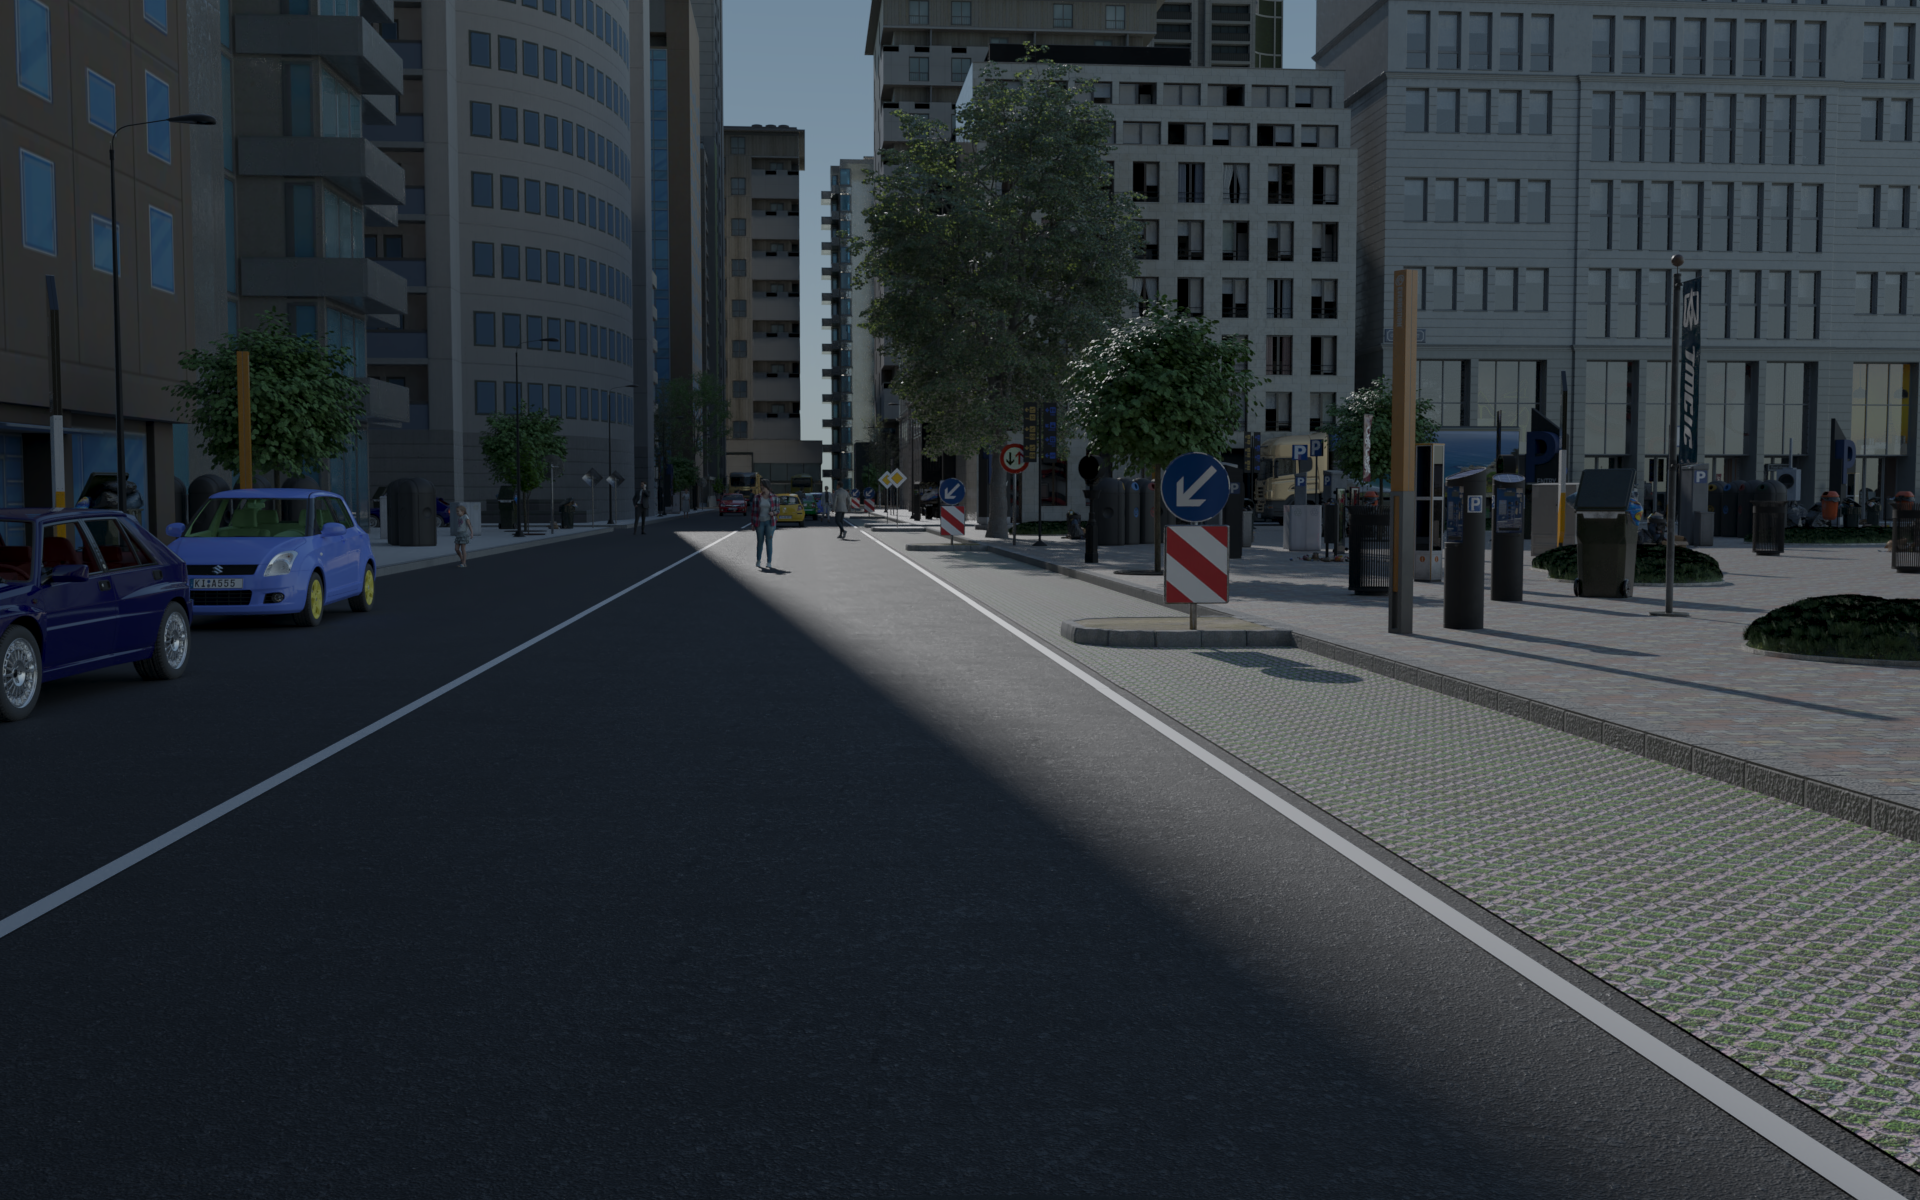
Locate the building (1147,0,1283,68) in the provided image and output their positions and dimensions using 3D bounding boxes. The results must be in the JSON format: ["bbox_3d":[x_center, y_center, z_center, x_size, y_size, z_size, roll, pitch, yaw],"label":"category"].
[{"bbox_3d":[35.307,-49.492,247.453,20.611,71.187,20.563,0,4,-5],"label":"building"}]

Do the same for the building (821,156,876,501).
[{"bbox_3d":[-4.373,-38.284,245.553,30.456,49.044,23.786,0,4,-5],"label":"building"}]

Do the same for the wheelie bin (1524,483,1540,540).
[{"bbox_3d":[16.226,-2.516,49.052,0.980,1.594,0.693,-3,4,-36],"label":"wheelie bin"}]

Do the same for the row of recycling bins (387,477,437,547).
[{"bbox_3d":[-13.916,-2.241,43.750,1.069,1.692,3.534,-2,4,-24],"label":"row of recycling bins"}]

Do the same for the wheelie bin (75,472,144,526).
[{"bbox_3d":[-12.168,-1.039,24.891,0.693,1.594,0.980,1,4,22],"label":"wheelie bin"}]

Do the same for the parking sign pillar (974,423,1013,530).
[{"bbox_3d":[1.242,-4.515,62.285,1.447,3.967,1.447,3,5,42],"label":"parking sign pillar"}]

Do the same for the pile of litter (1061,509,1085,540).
[{"bbox_3d":[3.474,-2.173,49.499,1.176,0.858,1.719,0,4,3],"label":"pile of litter"}]

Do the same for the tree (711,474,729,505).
[{"bbox_3d":[-23.576,-10.716,169.806,1.663,3.219,1.824,0,3,0],"label":"tree"}]

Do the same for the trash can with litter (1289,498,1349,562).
[{"bbox_3d":[7.153,-1.370,33.451,1.678,1.210,2.233,0,4,-6],"label":"trash can with litter"}]

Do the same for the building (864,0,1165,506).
[{"bbox_3d":[4.964,-36.150,180.283,28.713,52.752,27.495,0,4,-5],"label":"building"}]

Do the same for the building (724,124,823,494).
[{"bbox_3d":[-33.495,-40.156,245.789,27.495,52.752,28.713,0,4,-5],"label":"building"}]

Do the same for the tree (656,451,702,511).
[{"bbox_3d":[-21.114,-8.955,130.122,4.285,4.588,4.351,0,3,0],"label":"tree"}]

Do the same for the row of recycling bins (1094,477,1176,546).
[{"bbox_3d":[4.413,-2.272,44.263,1.069,1.692,3.534,2,4,35],"label":"row of recycling bins"}]

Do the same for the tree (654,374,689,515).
[{"bbox_3d":[-18.760,-9.567,106.777,4.360,8.622,3.978,0,3,0],"label":"tree"}]

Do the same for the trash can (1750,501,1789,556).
[{"bbox_3d":[16.876,-1.498,36.138,0.748,1.137,0.748,0,3,0],"label":"trash can"}]

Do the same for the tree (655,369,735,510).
[{"bbox_3d":[-22.273,-13.327,143.651,9.928,11.665,9.643,0,3,0],"label":"tree"}]

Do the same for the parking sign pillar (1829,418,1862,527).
[{"bbox_3d":[31.593,-4.497,61.994,1.447,3.967,1.447,-3,5,-42],"label":"parking sign pillar"}]

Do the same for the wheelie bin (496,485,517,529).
[{"bbox_3d":[-16.491,-3.386,63.262,0.980,1.594,0.693,1,4,9],"label":"wheelie bin"}]

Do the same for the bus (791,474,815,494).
[{"bbox_3d":[-19.137,-13.386,210.404,2.896,3.916,12.252,0,4,-4],"label":"bus"}]

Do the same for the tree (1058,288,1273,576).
[{"bbox_3d":[3.272,-2.695,27.777,4.285,4.588,4.351,0,3,0],"label":"tree"}]

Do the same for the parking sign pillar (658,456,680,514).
[{"bbox_3d":[-18.811,-7.544,111.814,1.447,3.967,1.447,0,4,-2],"label":"parking sign pillar"}]

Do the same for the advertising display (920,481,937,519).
[{"bbox_3d":[-1.594,-5.082,88.308,0.974,1.923,0.123,-1,4,-11],"label":"advertising display"}]

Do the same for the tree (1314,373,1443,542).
[{"bbox_3d":[11.372,-3.878,47.117,4.285,4.588,4.351,0,3,0],"label":"tree"}]

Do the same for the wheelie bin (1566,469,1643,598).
[{"bbox_3d":[8.060,-0.840,21.640,0.980,1.594,0.693,3,4,36],"label":"wheelie bin"}]

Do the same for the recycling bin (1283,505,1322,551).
[{"bbox_3d":[7.753,-1.632,39.236,0.722,1.027,0.722,0,4,-1],"label":"recycling bin"}]

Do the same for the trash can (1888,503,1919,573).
[{"bbox_3d":[15.513,-1.011,28.186,0.748,1.137,0.748,0,3,0],"label":"trash can"}]

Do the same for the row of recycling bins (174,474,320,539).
[{"bbox_3d":[-15.104,-1.769,36.039,3.534,1.692,1.069,0,4,-5],"label":"row of recycling bins"}]

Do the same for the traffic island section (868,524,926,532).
[{"bbox_3d":[-2.388,-2.701,66.445,2.009,0.180,2.903,0,4,-5],"label":"traffic island section"}]

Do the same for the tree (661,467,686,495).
[{"bbox_3d":[-20.038,-7.746,121.252,1.663,3.219,1.824,0,3,0],"label":"tree"}]

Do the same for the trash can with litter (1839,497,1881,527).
[{"bbox_3d":[29.575,-2.796,57.098,1.055,1.170,0.624,0,4,-5],"label":"trash can with litter"}]

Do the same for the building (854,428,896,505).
[{"bbox_3d":[-1.303,-54.760,208.003,22.319,86.520,31.000,0,4,-5],"label":"building"}]

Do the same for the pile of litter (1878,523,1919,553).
[{"bbox_3d":[21.158,-1.501,38.506,1.719,0.858,1.176,-1,4,-9],"label":"pile of litter"}]

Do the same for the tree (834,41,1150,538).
[{"bbox_3d":[1.094,-8.807,50.654,9.857,13.997,8.962,0,3,0],"label":"tree"}]

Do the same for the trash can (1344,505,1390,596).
[{"bbox_3d":[5.250,-0.633,22.003,0.748,1.137,0.748,0,3,0],"label":"trash can"}]

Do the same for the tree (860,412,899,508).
[{"bbox_3d":[-7.130,-12.551,155.579,4.360,8.622,3.978,0,3,0],"label":"tree"}]

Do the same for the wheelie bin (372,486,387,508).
[{"bbox_3d":[-24.024,-3.928,72.133,0.980,1.594,0.693,3,4,39],"label":"wheelie bin"}]

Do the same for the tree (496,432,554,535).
[{"bbox_3d":[-13.624,-3.634,54.017,1.663,3.219,1.824,0,3,0],"label":"tree"}]

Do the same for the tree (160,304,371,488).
[{"bbox_3d":[-11.976,-2.834,30.058,4.285,4.588,4.351,0,3,0],"label":"tree"}]

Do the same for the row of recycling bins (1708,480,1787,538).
[{"bbox_3d":[23.133,-2.690,51.100,1.069,1.692,3.534,0,4,-8],"label":"row of recycling bins"}]

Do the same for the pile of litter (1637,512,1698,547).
[{"bbox_3d":[16.894,-1.685,41.520,1.719,0.858,1.176,0,4,-2],"label":"pile of litter"}]

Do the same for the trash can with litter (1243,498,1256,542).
[{"bbox_3d":[7.511,-2.111,45.907,0.624,1.170,1.055,1,4,15],"label":"trash can with litter"}]

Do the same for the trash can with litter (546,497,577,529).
[{"bbox_3d":[-14.598,-3.183,63.434,1.055,1.170,0.624,-3,4,-36],"label":"trash can with litter"}]

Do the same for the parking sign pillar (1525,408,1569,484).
[{"bbox_3d":[18.125,-3.979,53.536,1.447,3.967,1.447,-2,4,-35],"label":"parking sign pillar"}]

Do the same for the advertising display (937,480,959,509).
[{"bbox_3d":[-0.486,-4.366,76.597,0.974,1.923,0.123,2,4,35],"label":"advertising display"}]

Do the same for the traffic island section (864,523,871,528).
[{"bbox_3d":[-3.099,-3.188,74.399,2.009,0.180,2.903,0,4,-5],"label":"traffic island section"}]

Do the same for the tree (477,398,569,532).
[{"bbox_3d":[-14.888,-4.623,59.306,4.285,4.588,4.351,0,3,0],"label":"tree"}]

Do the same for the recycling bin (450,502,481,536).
[{"bbox_3d":[-15.244,-2.497,53.388,0.722,1.027,0.722,-3,5,-41],"label":"recycling bin"}]

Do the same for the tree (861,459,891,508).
[{"bbox_3d":[-7.859,-10.966,163.002,4.285,4.588,4.351,0,3,0],"label":"tree"}]

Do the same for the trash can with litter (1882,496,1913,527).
[{"bbox_3d":[35.432,-3.317,65.283,2.233,1.210,1.678,-2,4,-25],"label":"trash can with litter"}]
